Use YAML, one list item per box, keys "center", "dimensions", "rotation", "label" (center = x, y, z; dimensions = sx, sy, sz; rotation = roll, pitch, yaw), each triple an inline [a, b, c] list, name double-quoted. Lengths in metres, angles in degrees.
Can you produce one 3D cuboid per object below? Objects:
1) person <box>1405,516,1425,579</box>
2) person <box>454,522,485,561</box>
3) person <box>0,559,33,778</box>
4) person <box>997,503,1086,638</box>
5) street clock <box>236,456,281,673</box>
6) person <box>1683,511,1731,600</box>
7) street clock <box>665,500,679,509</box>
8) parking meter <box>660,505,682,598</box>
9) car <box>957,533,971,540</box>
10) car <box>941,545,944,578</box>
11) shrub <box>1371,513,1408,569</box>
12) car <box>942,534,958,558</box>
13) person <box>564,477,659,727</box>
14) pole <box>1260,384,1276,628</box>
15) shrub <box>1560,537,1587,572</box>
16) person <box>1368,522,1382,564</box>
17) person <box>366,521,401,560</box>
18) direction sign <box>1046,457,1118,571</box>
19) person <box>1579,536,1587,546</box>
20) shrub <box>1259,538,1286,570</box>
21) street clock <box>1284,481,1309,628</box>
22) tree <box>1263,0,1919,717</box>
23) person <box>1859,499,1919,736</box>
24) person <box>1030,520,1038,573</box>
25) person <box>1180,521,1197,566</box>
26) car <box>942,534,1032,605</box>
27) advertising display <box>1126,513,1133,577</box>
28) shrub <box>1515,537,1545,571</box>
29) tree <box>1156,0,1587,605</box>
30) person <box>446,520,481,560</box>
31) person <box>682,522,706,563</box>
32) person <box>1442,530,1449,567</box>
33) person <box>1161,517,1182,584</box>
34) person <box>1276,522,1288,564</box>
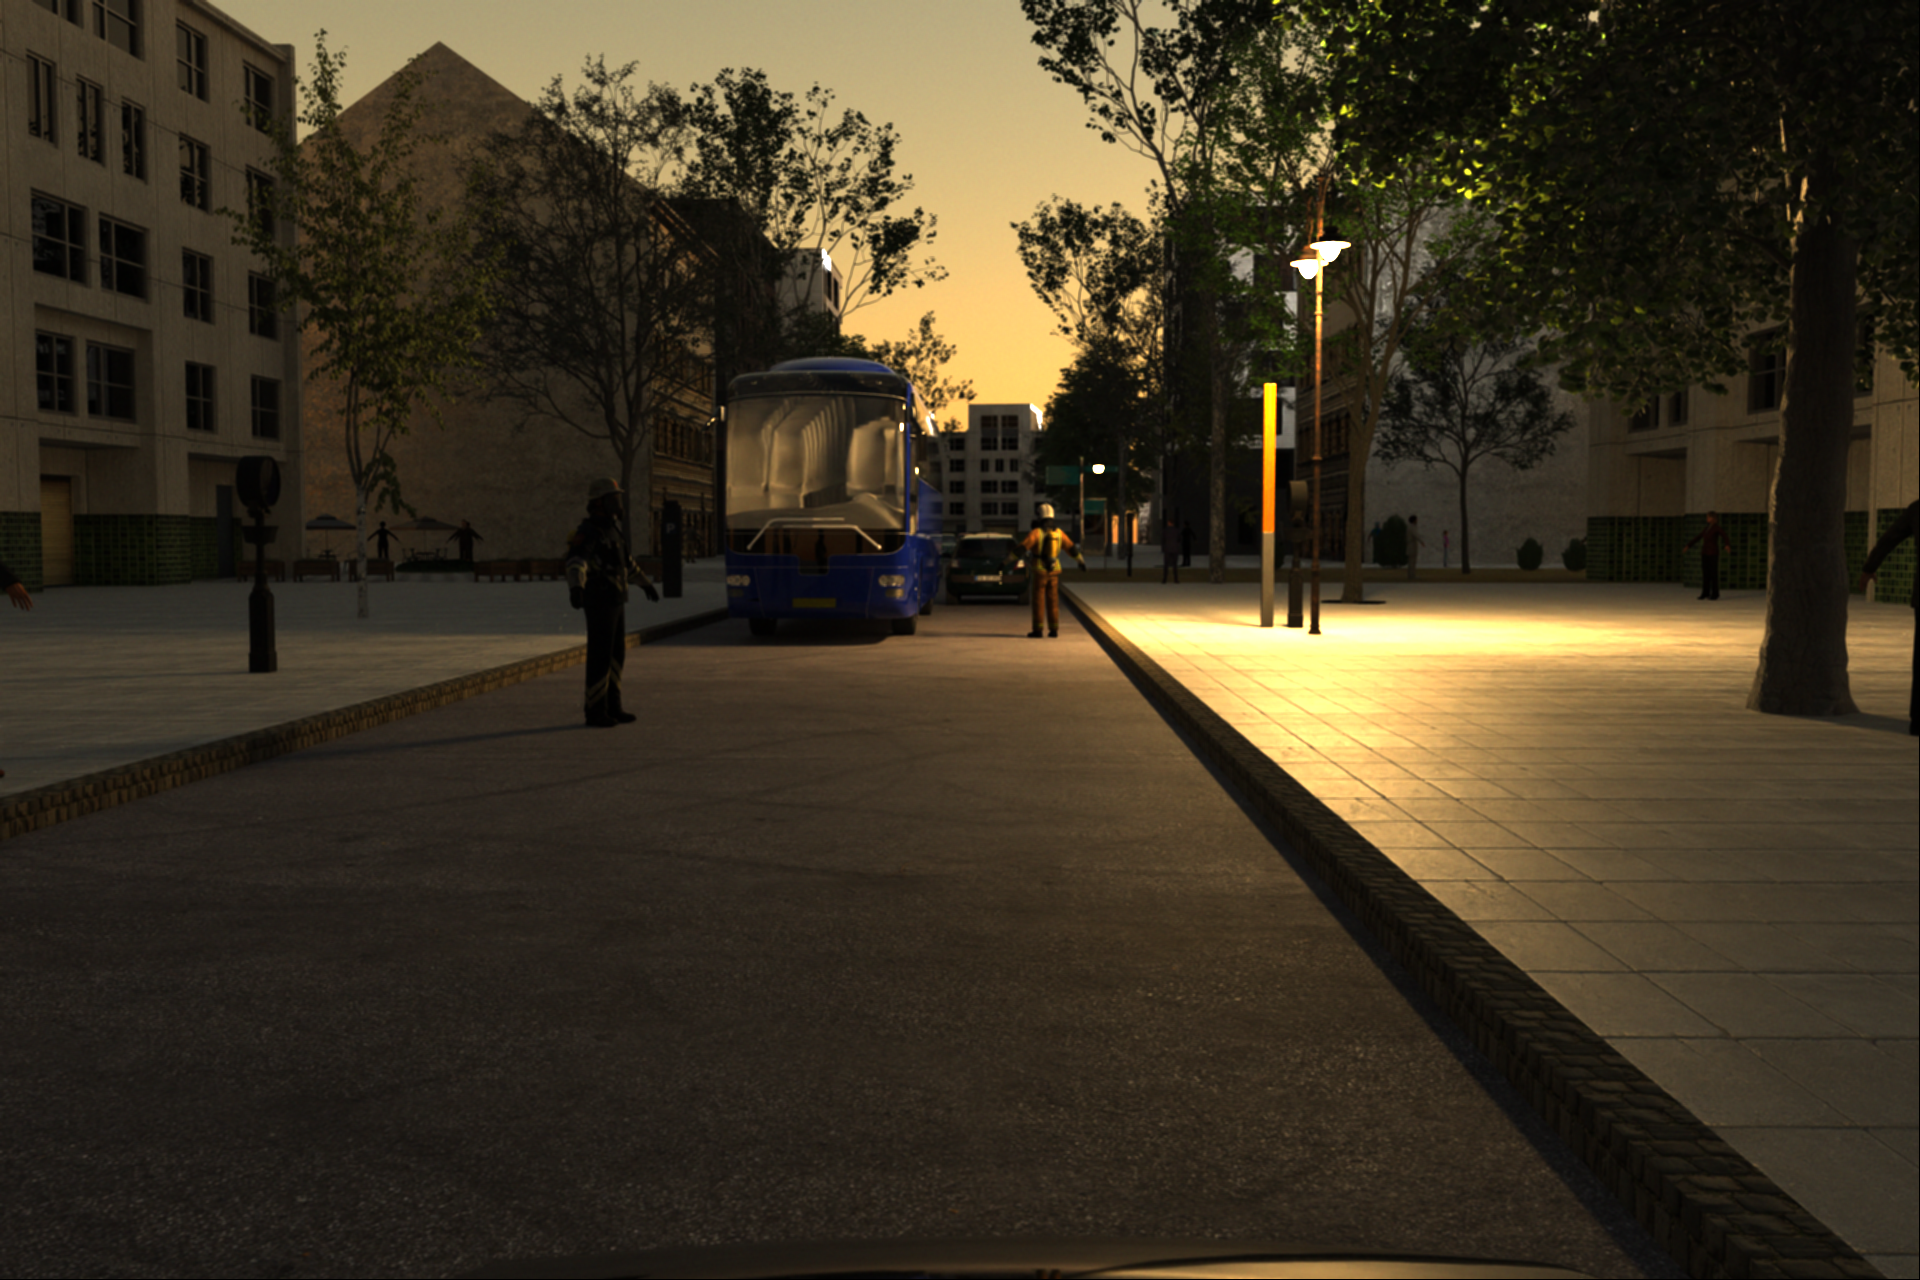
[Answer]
- center: [12.884, -2.630, 49.191]
  dimensions: [0.705, 1.806, 1.347]
  rotation: [0, 4, -4]
  label: "person"
- center: [-21.082, -4.164, 74.313]
  dimensions: [1.346, 1.802, 0.704]
  rotation: [0, 4, 1]
  label: "person"
- center: [-5.265, -0.183, 9.055]
  dimensions: [1.348, 1.821, 0.705]
  rotation: [3, 4, 38]
  label: "person"
- center: [1.167, -0.964, 23.995]
  dimensions: [1.354, 1.858, 0.705]
  rotation: [-1, 4, -23]
  label: "person"
- center: [-6.482, -0.702, 16.052]
  dimensions: [0.358, 2.002, 0.471]
  rotation: [0, 4, 0]
  label: "street clock"
- center: [14.560, -1.647, 33.739]
  dimensions: [0.721, 1.729, 1.215]
  rotation: [-1, 4, -18]
  label: "person"
- center: [-6.183, -1.997, 37.220]
  dimensions: [0.358, 2.002, 0.471]
  rotation: [0, 4, 2]
  label: "street clock"
- center: [-5.843, -1.794, 35.041]
  dimensions: [0.399, 1.863, 0.255]
  rotation: [0, 4, 1]
  label: "parking meter"
- center: [0.497, -8.162, 142.481]
  dimensions: [2.155, 1.783, 4.494]
  rotation: [0, 4, 1]
  label: "car"
- center: [-1.476, -2.825, 54.993]
  dimensions: [1.959, 1.807, 4.718]
  rotation: [0, 4, 1]
  label: "car"
- center: [16.119, -3.685, 64.295]
  dimensions: [1.661, 2.075, 1.752]
  rotation: [0, 3, 0]
  label: "shrub"
- center: [-0.888, -4.844, 90.998]
  dimensions: [2.131, 1.459, 4.920]
  rotation: [0, 4, 2]
  label: "car"
- center: [-2.643, -0.292, 13.009]
  dimensions: [0.705, 1.856, 1.354]
  rotation: [1, 4, 14]
  label: "person"
- center: [4.212, -1.825, 23.674]
  dimensions: [0.158, 3.312, 0.155]
  rotation: [0, 3, 0]
  label: "pole"
- center: [21.101, -2.948, 59.319]
  dimensions: [1.383, 1.207, 1.383]
  rotation: [0, 3, 0]
  label: "shrub"
- center: [17.924, -4.168, 74.281]
  dimensions: [0.704, 1.817, 1.347]
  rotation: [-2, 4, -30]
  label: "person"
- center: [-20.773, -3.403, 62.361]
  dimensions: [1.216, 1.740, 0.721]
  rotation: [-1, 4, -18]
  label: "person"
- center: [4.227, -4.350, 59.879]
  dimensions: [2.525, 3.948, 1.411]
  rotation: [0, 4, 2]
  label: "direction sign"
- center: [19.976, -2.930, 53.841]
  dimensions: [1.347, 1.837, 0.705]
  rotation: [2, 4, 24]
  label: "person"
- center: [11.031, -3.060, 61.142]
  dimensions: [1.383, 1.207, 1.383]
  rotation: [0, 3, 0]
  label: "shrub"
- center: [4.588, -1.166, 23.641]
  dimensions: [0.358, 2.002, 0.471]
  rotation: [0, 4, 2]
  label: "street clock"
- center: [6.158, -6.456, 12.212]
  dimensions: [9.857, 13.997, 8.962]
  rotation: [0, 3, 0]
  label: "tree"
- center: [6.245, -0.291, 10.938]
  dimensions: [0.705, 1.807, 1.348]
  rotation: [-2, 4, -26]
  label: "person"
- center: [2.224, -2.514, 49.710]
  dimensions: [0.704, 1.843, 1.345]
  rotation: [1, 4, 22]
  label: "person"
- center: [8.953, -3.820, 68.637]
  dimensions: [1.347, 1.806, 0.705]
  rotation: [-3, 5, -40]
  label: "person"
- center: [0.603, -1.618, 36.234]
  dimensions: [2.009, 1.686, 4.222]
  rotation: [0, 4, 2]
  label: "car"
- center: [5.140, -2.896, 52.561]
  dimensions: [0.123, 1.923, 0.974]
  rotation: [0, 4, 0]
  label: "advertising display"
- center: [20.060, -3.048, 60.950]
  dimensions: [1.383, 1.207, 1.383]
  rotation: [0, 3, 0]
  label: "shrub"
- center: [7.445, -6.481, 31.727]
  dimensions: [9.928, 11.665, 9.643]
  rotation: [0, 3, 0]
  label: "tree"
- center: [-18.315, -3.536, 63.949]
  dimensions: [1.346, 1.812, 0.704]
  rotation: [0, 4, 7]
  label: "person"
- center: [-11.901, -4.297, 76.528]
  dimensions: [1.348, 1.796, 0.705]
  rotation: [1, 4, 16]
  label: "person"
- center: [19.087, -3.581, 67.809]
  dimensions: [0.599, 1.433, 0.991]
  rotation: [1, 4, 18]
  label: "person"
- center: [5.478, -2.318, 44.866]
  dimensions: [0.541, 1.710, 0.530]
  rotation: [1, 4, 13]
  label: "person"
- center: [13.809, -4.180, 74.477]
  dimensions: [0.705, 1.813, 1.348]
  rotation: [0, 4, -4]
  label: "person"
